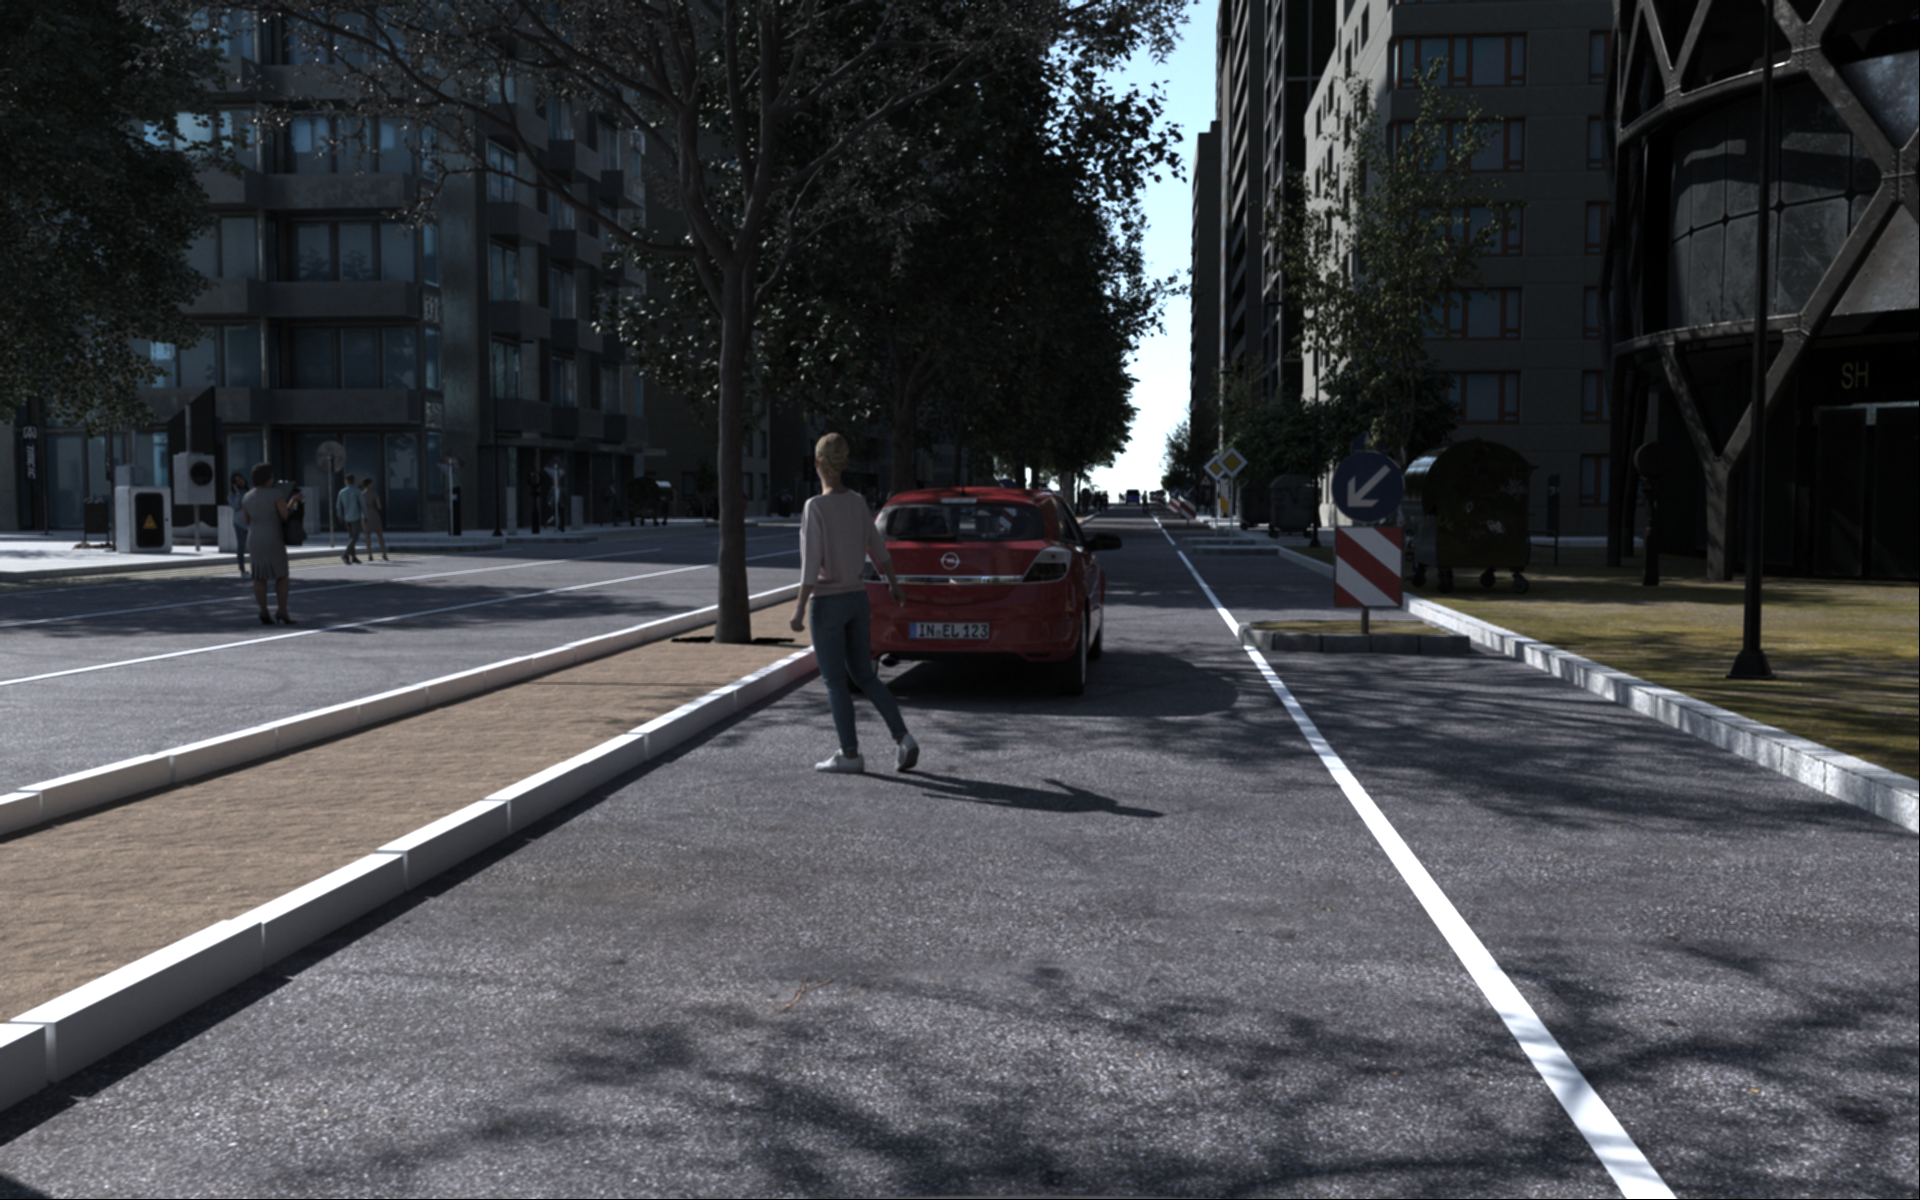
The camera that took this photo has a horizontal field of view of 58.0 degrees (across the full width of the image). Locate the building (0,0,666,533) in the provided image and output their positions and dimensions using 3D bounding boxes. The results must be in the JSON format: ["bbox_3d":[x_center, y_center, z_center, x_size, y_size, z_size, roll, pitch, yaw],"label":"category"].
[{"bbox_3d":[-25.940,-27.536,69.817,23.786,49.044,30.456,0,4,6],"label":"building"}]

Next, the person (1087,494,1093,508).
[{"bbox_3d":[9.580,-7.200,129.459,0.697,1.427,0.421,0,4,2],"label":"person"}]

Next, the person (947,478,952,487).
[{"bbox_3d":[-0.121,-1.983,41.120,0.583,1.804,0.606,-1,4,-20],"label":"person"}]

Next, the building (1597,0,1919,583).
[{"bbox_3d":[19.382,-9.835,28.247,16.820,18.784,16.811,0,4,6],"label":"building"}]

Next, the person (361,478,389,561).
[{"bbox_3d":[-12.568,-1.726,37.060,0.599,1.781,0.374,0,4,-5],"label":"person"}]

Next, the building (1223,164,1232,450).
[{"bbox_3d":[30.405,-23.352,153.512,14.160,30.474,14.107,0,4,6],"label":"building"}]

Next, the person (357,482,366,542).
[{"bbox_3d":[-17.218,-2.498,49.703,0.624,1.780,0.694,0,4,5],"label":"person"}]

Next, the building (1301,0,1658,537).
[{"bbox_3d":[28.700,-13.413,64.343,28.899,21.520,27.650,0,4,6],"label":"building"}]

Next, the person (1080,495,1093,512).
[{"bbox_3d":[9.233,-7.268,128.042,1.217,1.735,0.721,0,4,2],"label":"person"}]

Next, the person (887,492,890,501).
[{"bbox_3d":[-2.991,-4.229,77.739,0.391,1.810,0.635,1,4,22],"label":"person"}]

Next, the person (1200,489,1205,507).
[{"bbox_3d":[23.846,-10.034,170.544,0.683,1.767,0.568,-2,4,-32],"label":"person"}]

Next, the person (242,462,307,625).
[{"bbox_3d":[-7.499,-0.625,19.081,0.716,1.782,0.532,1,4,10],"label":"person"}]

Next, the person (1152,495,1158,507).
[{"bbox_3d":[20.591,-10.532,181.384,1.217,1.739,0.721,1,4,13],"label":"person"}]

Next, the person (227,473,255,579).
[{"bbox_3d":[-12.103,-1.262,29.391,0.793,1.790,0.793,1,4,9],"label":"person"}]

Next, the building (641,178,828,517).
[{"bbox_3d":[-24.579,-16.253,110.778,27.650,21.520,28.899,0,4,6],"label":"building"}]

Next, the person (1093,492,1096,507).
[{"bbox_3d":[14.637,-11.042,189.839,0.742,1.727,0.445,0,4,6],"label":"person"}]

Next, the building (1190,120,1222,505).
[{"bbox_3d":[40.495,-36.495,220.399,21.300,48.544,21.600,0,4,6],"label":"building"}]

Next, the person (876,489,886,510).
[{"bbox_3d":[-5.360,-6.590,116.637,0.661,1.777,0.834,2,4,25],"label":"person"}]

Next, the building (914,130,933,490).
[{"bbox_3d":[-10.612,-32.675,184.353,14.600,45.320,14.200,0,4,6],"label":"building"}]

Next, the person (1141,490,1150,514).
[{"bbox_3d":[13.495,-7.128,125.978,0.436,1.711,0.756,-1,4,-19],"label":"person"}]

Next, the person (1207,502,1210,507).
[{"bbox_3d":[24.217,-9.881,168.328,0.721,1.736,1.217,3,5,40],"label":"person"}]

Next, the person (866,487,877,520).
[{"bbox_3d":[-4.935,-5.426,97.195,0.580,1.828,0.573,-1,4,-18],"label":"person"}]

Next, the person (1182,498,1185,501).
[{"bbox_3d":[34.536,-15.967,267.779,1.217,1.739,0.721,0,4,-5],"label":"person"}]

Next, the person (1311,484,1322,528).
[{"bbox_3d":[13.560,-3.675,66.305,0.590,1.801,0.661,0,4,4],"label":"person"}]

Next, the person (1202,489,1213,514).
[{"bbox_3d":[16.344,-6.602,113.831,0.795,1.843,0.661,0,4,-1],"label":"person"}]

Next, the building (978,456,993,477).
[{"bbox_3d":[-2.153,-30.433,269.275,14.160,30.474,14.107,0,4,6],"label":"building"}]

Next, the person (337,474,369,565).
[{"bbox_3d":[-12.511,-1.659,35.480,0.638,1.841,0.748,1,4,23],"label":"person"}]

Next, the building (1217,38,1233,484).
[{"bbox_3d":[32.495,-31.638,167.396,14.600,45.320,14.200,0,4,6],"label":"building"}]

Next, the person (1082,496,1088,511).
[{"bbox_3d":[10.632,-8.512,148.200,0.750,1.759,0.617,2,4,28],"label":"person"}]

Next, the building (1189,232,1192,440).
[{"bbox_3d":[46.518,-37.387,265.897,22.147,44.769,28.867,0,4,6],"label":"building"}]

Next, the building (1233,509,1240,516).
[{"bbox_3d":[27.201,-40.712,103.889,20.563,71.187,20.611,0,4,6],"label":"building"}]

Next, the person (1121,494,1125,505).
[{"bbox_3d":[21.191,-13.092,225.791,0.421,1.427,0.697,-2,4,-27],"label":"person"}]

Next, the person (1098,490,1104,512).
[{"bbox_3d":[11.259,-7.860,137.815,0.445,1.727,0.742,-3,5,-40],"label":"person"}]

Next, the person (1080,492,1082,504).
[{"bbox_3d":[16.346,-13.877,236.328,0.756,1.711,0.436,3,4,36],"label":"person"}]

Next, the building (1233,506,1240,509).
[{"bbox_3d":[37.363,-45.614,184.043,20.563,71.187,20.611,0,4,6],"label":"building"}]

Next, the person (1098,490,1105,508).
[{"bbox_3d":[15.078,-10.654,182.679,0.705,1.826,1.348,-3,5,-40],"label":"person"}]

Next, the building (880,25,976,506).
[{"bbox_3d":[-9.673,-41.913,227.276,21.231,58.520,28.212,0,4,6],"label":"building"}]

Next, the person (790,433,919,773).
[{"bbox_3d":[-0.471,0.016,8.905,0.598,1.740,0.731,2,4,25],"label":"person"}]

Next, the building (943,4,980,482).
[{"bbox_3d":[-7.618,-49.720,251.173,20.563,71.187,20.611,0,4,6],"label":"building"}]

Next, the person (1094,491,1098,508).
[{"bbox_3d":[14.011,-10.232,176.324,0.750,1.759,0.617,3,5,44],"label":"person"}]

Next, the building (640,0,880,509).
[{"bbox_3d":[-18.500,-31.466,138.175,21.300,48.544,21.600,0,4,6],"label":"building"}]

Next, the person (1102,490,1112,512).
[{"bbox_3d":[11.937,-8.043,140.686,0.721,1.739,1.217,-3,4,-37],"label":"person"}]

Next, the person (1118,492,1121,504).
[{"bbox_3d":[23.345,-14.846,251.745,0.721,1.766,1.217,-2,4,-27],"label":"person"}]

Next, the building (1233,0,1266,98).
[{"bbox_3d":[32.476,-31.262,134.836,21.300,48.544,21.600,0,4,6],"label":"building"}]

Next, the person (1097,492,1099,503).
[{"bbox_3d":[21.744,-16.151,273.384,1.217,1.723,0.721,1,4,9],"label":"person"}]
